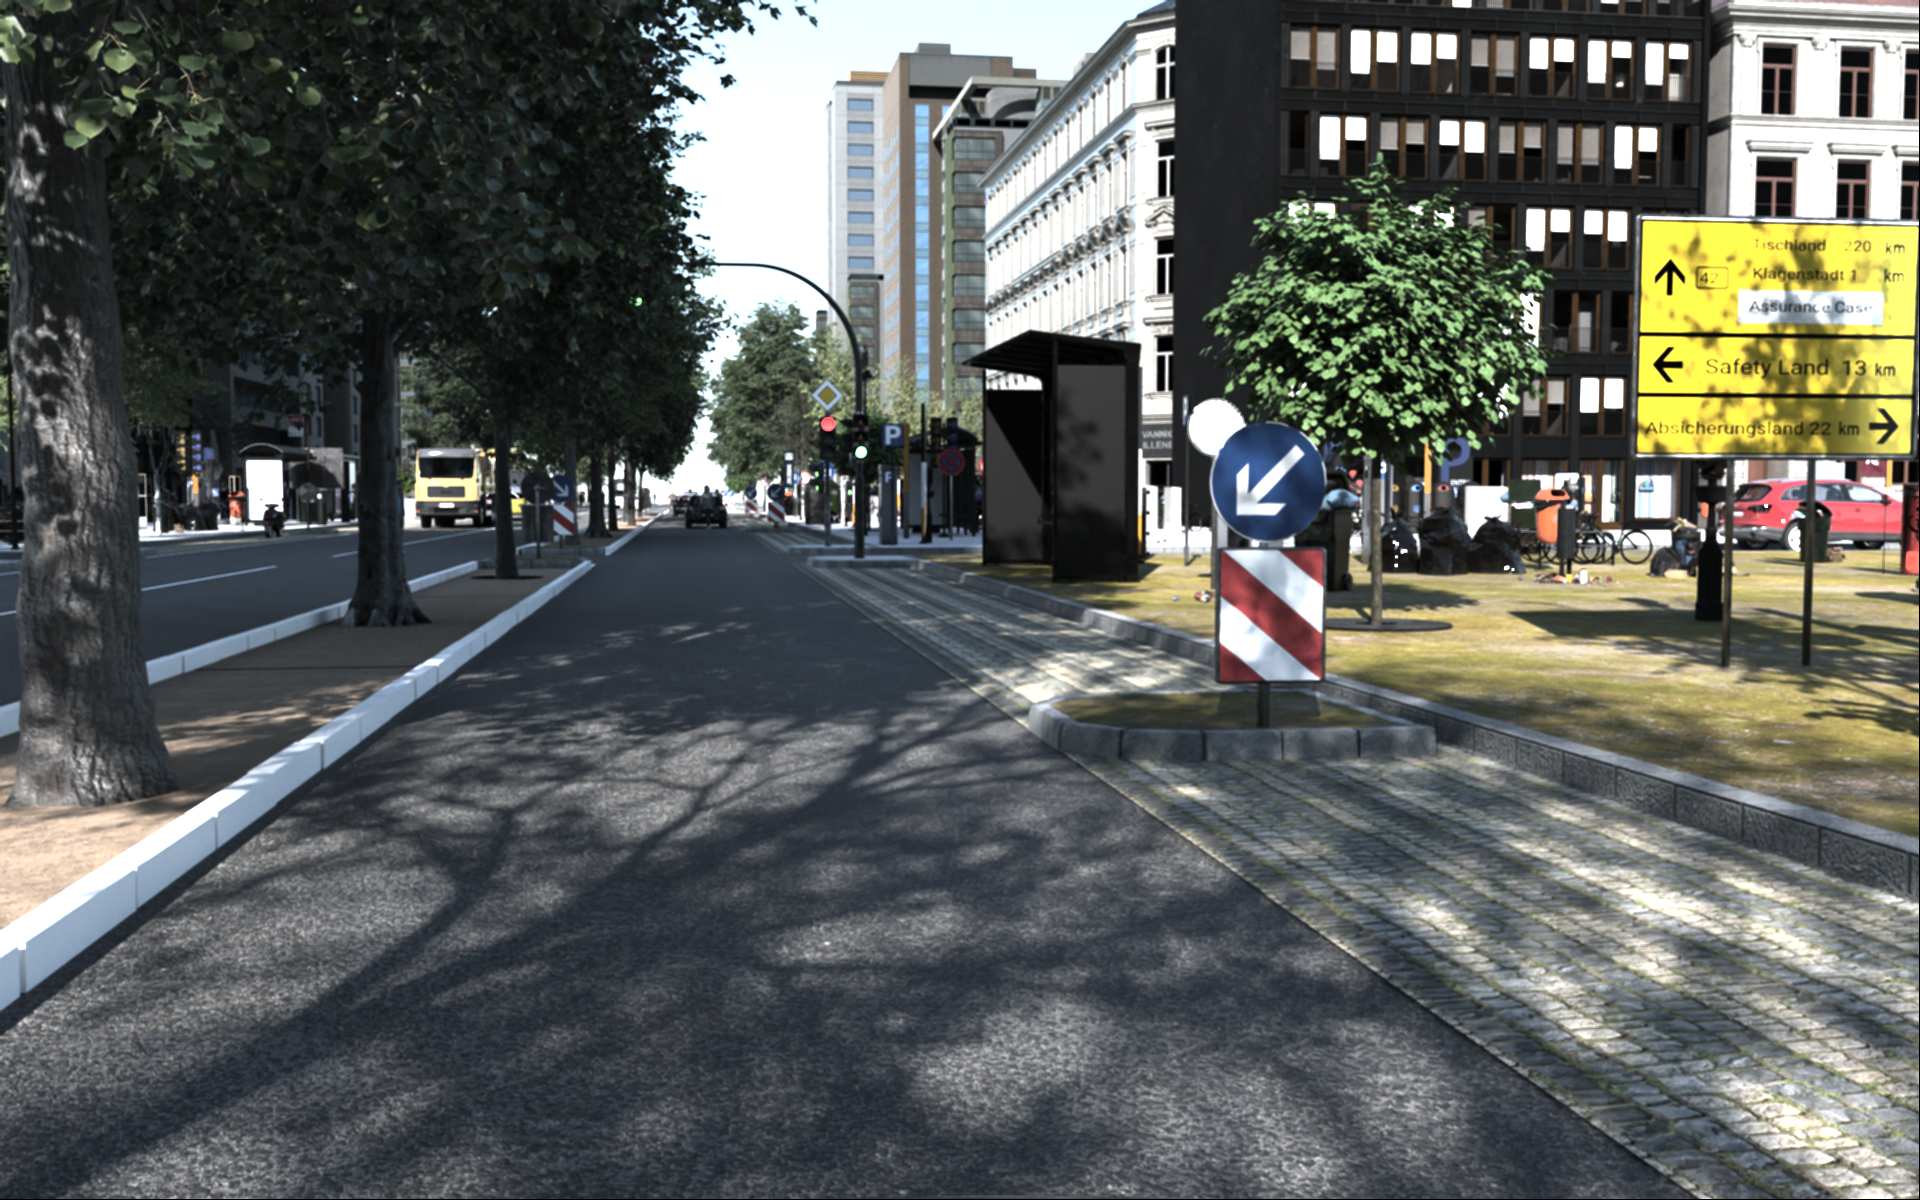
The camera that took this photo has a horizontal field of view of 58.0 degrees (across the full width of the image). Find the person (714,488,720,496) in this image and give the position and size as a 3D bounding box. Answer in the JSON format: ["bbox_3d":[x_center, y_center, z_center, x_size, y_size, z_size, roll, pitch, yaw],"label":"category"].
[{"bbox_3d":[-14.317,-5.677,101.740,0.576,1.772,0.534,0,4,-7],"label":"person"}]

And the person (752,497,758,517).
[{"bbox_3d":[-12.984,-6.124,109.631,0.522,1.701,0.512,-1,4,-12],"label":"person"}]

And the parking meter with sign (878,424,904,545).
[{"bbox_3d":[-1.809,-2.925,44.086,0.543,3.016,1.738,-1,4,-9],"label":"parking meter with sign"}]

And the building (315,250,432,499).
[{"bbox_3d":[-79.938,-32.125,217.125,32.217,40.220,23.993,-1,4,-9],"label":"building"}]

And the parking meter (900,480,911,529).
[{"bbox_3d":[-2.021,-3.579,64.231,0.399,1.863,0.255,3,5,39],"label":"parking meter"}]

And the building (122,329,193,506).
[{"bbox_3d":[-52.052,-16.374,97.391,12.332,23.373,15.834,-1,4,-9],"label":"building"}]

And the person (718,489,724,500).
[{"bbox_3d":[-22.293,-9.249,159.359,1.348,1.869,0.705,-3,5,-40],"label":"person"}]

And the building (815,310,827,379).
[{"bbox_3d":[-15.753,-30.534,270.924,14.160,30.474,14.107,-1,4,-9],"label":"building"}]

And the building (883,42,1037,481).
[{"bbox_3d":[-0.027,-32.049,174.113,14.600,45.320,14.200,-1,4,-9],"label":"building"}]

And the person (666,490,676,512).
[{"bbox_3d":[-22.605,-7.761,135.940,0.990,1.755,0.434,-1,4,-15],"label":"person"}]

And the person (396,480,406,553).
[{"bbox_3d":[-13.692,-2.035,42.115,0.444,1.785,0.601,2,4,24],"label":"person"}]

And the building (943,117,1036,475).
[{"bbox_3d":[5.469,-22.335,136.886,14.160,30.474,14.107,-1,4,-9],"label":"building"}]

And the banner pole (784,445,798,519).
[{"bbox_3d":[-8.513,-5.989,87.943,0.863,3.779,0.401,-1,4,-13],"label":"banner pole"}]

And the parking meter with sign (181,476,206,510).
[{"bbox_3d":[-32.629,-4.750,73.926,0.543,3.016,1.738,1,4,22],"label":"parking meter with sign"}]

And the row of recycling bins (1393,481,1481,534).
[{"bbox_3d":[15.072,-2.980,55.843,3.534,1.692,1.069,0,4,1],"label":"row of recycling bins"}]

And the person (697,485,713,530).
[{"bbox_3d":[-10.112,-3.682,68.887,0.709,1.800,0.728,-2,4,-33],"label":"person"}]

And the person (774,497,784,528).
[{"bbox_3d":[-7.684,-3.965,73.514,0.466,1.800,0.511,0,4,2],"label":"person"}]

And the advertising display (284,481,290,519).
[{"bbox_3d":[-34.895,-5.112,88.796,0.974,1.923,0.123,-2,4,-27],"label":"advertising display"}]

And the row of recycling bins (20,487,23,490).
[{"bbox_3d":[-41.334,-4.321,77.759,1.069,1.692,3.534,-1,4,-11],"label":"row of recycling bins"}]

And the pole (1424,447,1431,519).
[{"bbox_3d":[14.542,-3.670,53.840,0.158,3.312,0.155,0,3,0],"label":"pole"}]

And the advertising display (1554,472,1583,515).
[{"bbox_3d":[17.610,-2.751,50.192,0.123,1.923,0.974,-2,4,-26],"label":"advertising display"}]

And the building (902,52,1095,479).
[{"bbox_3d":[11.377,-28.432,156.744,32.217,40.220,23.993,-1,4,-9],"label":"building"}]

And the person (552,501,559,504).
[{"bbox_3d":[-34.971,-8.504,150.767,0.991,1.433,0.599,-1,4,-13],"label":"person"}]

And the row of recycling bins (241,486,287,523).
[{"bbox_3d":[-31.752,-4.400,79.046,1.069,1.692,3.534,0,4,4],"label":"row of recycling bins"}]

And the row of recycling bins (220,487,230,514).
[{"bbox_3d":[-41.169,-5.488,96.840,3.534,1.692,1.069,-2,4,-35],"label":"row of recycling bins"}]

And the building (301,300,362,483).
[{"bbox_3d":[-66.681,-18.362,145.257,27.650,21.520,28.899,-1,4,-9],"label":"building"}]

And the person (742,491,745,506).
[{"bbox_3d":[-24.512,-11.450,195.726,0.705,1.822,1.348,0,4,-6],"label":"person"}]

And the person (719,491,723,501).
[{"bbox_3d":[-19.813,-8.207,143.600,0.530,1.710,0.541,1,4,18],"label":"person"}]

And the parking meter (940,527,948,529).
[{"bbox_3d":[-0.614,-3.596,64.498,0.399,1.863,0.255,-3,5,-41],"label":"parking meter"}]

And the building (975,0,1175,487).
[{"bbox_3d":[12.811,-19.705,98.591,17.030,29.872,44.131,-1,4,-9],"label":"building"}]

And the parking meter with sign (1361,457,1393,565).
[{"bbox_3d":[7.624,-2.154,31.480,0.543,3.016,1.738,0,4,2],"label":"parking meter with sign"}]

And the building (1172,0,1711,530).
[{"bbox_3d":[17.457,-14.436,65.702,15.834,23.373,12.332,-1,4,-9],"label":"building"}]

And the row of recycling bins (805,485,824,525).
[{"bbox_3d":[-6.116,-4.084,73.887,1.069,1.692,3.534,0,4,-5],"label":"row of recycling bins"}]

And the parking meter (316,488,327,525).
[{"bbox_3d":[-26.252,-3.842,71.222,0.372,1.533,0.369,0,3,0],"label":"parking meter"}]

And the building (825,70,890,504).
[{"bbox_3d":[-8.602,-43.246,249.075,21.231,58.520,28.212,-1,4,-9],"label":"building"}]

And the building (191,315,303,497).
[{"bbox_3d":[-59.435,-30.358,120.050,21.300,48.544,21.600,-1,4,-9],"label":"building"}]

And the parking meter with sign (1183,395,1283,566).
[{"bbox_3d":[4.858,-2.111,30.780,1.738,3.016,0.543,0,4,-2],"label":"parking meter with sign"}]

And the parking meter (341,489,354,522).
[{"bbox_3d":[-28.123,-4.333,79.257,0.372,1.533,0.369,0,3,0],"label":"parking meter"}]

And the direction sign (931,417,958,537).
[{"bbox_3d":[-0.472,-3.632,51.381,0.876,3.537,0.379,2,4,25],"label":"direction sign"}]

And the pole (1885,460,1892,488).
[{"bbox_3d":[28.712,-3.653,53.574,0.158,3.312,0.155,0,3,0],"label":"pole"}]

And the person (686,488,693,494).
[{"bbox_3d":[-17.622,-6.381,113.031,0.606,1.804,0.583,0,4,-8],"label":"person"}]

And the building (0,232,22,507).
[{"bbox_3d":[-49.707,-17.929,79.036,13.634,28.700,20.117,-1,4,-9],"label":"building"}]

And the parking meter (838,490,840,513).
[{"bbox_3d":[-7.451,-5.917,105.158,0.372,1.533,0.369,0,3,0],"label":"parking meter"}]

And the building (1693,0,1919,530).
[{"bbox_3d":[35.944,-14.133,67.224,21.152,22.565,11.583,-1,4,-9],"label":"building"}]

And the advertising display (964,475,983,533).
[{"bbox_3d":[0.481,-3.206,57.639,0.974,1.923,0.123,3,5,42],"label":"advertising display"}]

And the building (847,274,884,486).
[{"bbox_3d":[-8.067,-27.933,228.398,14.160,30.474,14.107,-1,4,-9],"label":"building"}]

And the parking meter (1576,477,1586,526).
[{"bbox_3d":[21.171,-3.277,59.291,0.399,1.863,0.255,0,4,5],"label":"parking meter"}]

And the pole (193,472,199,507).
[{"bbox_3d":[-29.071,-4.405,65.863,0.158,3.312,0.155,0,3,0],"label":"pole"}]

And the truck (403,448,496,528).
[{"bbox_3d":[-21.819,-4.849,75.201,3.469,3.379,9.791,-1,4,-10],"label":"truck"}]

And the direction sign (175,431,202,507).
[{"bbox_3d":[-27.713,-4.300,62.301,0.876,3.537,0.379,0,4,-7],"label":"direction sign"}]

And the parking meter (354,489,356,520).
[{"bbox_3d":[-30.241,-4.748,86.048,0.372,1.533,0.369,0,3,0],"label":"parking meter"}]

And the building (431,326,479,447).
[{"bbox_3d":[-81.913,-39.965,242.664,28.713,52.752,27.495,-1,4,-9],"label":"building"}]

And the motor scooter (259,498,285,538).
[{"bbox_3d":[-22.674,-2.719,57.228,0.815,1.314,1.986,-1,4,-9],"label":"motor scooter"}]

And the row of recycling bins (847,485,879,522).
[{"bbox_3d":[-4.232,-4.513,80.898,1.069,1.692,3.534,2,4,28],"label":"row of recycling bins"}]

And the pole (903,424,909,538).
[{"bbox_3d":[-1.557,-3.444,50.145,0.158,3.312,0.155,0,3,0],"label":"pole"}]

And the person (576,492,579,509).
[{"bbox_3d":[-36.875,-9.561,166.284,0.415,1.643,0.593,3,5,42],"label":"person"}]

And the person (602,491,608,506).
[{"bbox_3d":[-43.344,-12.364,210.670,0.705,1.822,1.348,2,4,34],"label":"person"}]

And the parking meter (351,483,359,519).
[{"bbox_3d":[-31.481,-5.168,90.211,0.399,1.863,0.255,3,5,39],"label":"parking meter"}]
